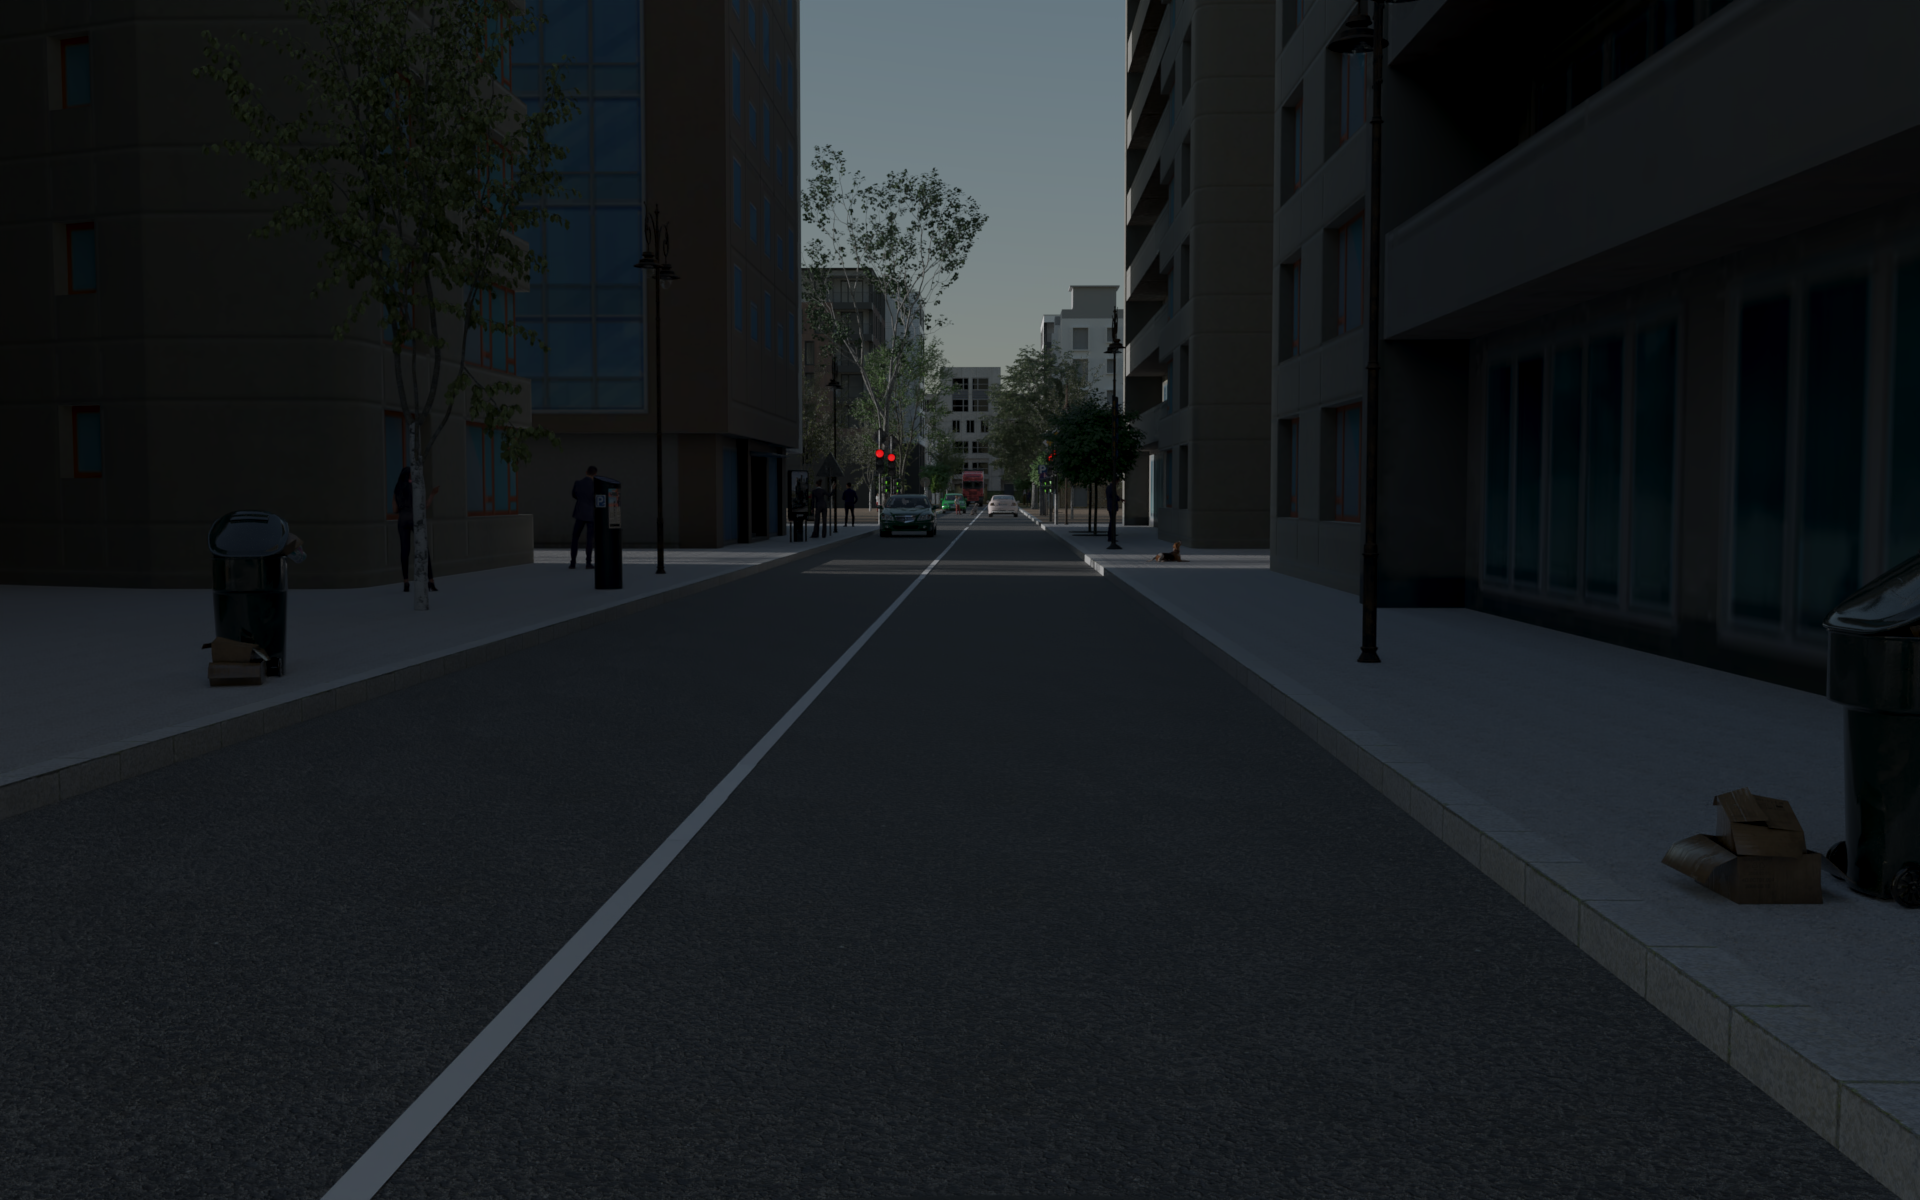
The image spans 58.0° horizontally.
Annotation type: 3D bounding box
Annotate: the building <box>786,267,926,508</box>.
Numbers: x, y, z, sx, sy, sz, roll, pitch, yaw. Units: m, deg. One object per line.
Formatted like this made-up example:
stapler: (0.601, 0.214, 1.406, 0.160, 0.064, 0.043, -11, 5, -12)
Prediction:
building: (-18.074, -20.116, 172.867, 27.936, 21.610, 32.646, 0, 4, 1)

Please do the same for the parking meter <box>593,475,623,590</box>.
parking meter: (-4.750, -0.915, 23.370, 0.372, 1.533, 0.369, 0, 3, 0)

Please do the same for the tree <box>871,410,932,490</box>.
tree: (-5.540, -11.868, 144.400, 4.737, 8.622, 4.395, 0, 3, 0)

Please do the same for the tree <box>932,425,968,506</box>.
tree: (-1.169, -14.588, 188.878, 4.737, 8.622, 4.395, 0, 3, 0)

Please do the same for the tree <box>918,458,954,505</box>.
tree: (-2.163, -10.601, 157.042, 4.285, 4.588, 4.351, 0, 3, 0)

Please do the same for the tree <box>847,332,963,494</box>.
tree: (-3.680, -11.357, 111.443, 9.928, 11.665, 9.643, 0, 3, 0)

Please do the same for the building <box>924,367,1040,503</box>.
building: (-2.582, -23.417, 249.320, 31.486, 18.905, 16.747, 0, 4, 1)

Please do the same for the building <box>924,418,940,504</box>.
building: (-7.717, -16.026, 204.165, 9.099, 9.664, 28.070, 0, 4, 1)

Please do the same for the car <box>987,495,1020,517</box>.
car: (2.704, -5.874, 108.409, 2.083, 1.381, 4.827, 0, 4, 2)

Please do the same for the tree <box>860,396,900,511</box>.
tree: (-6.729, -10.975, 129.797, 4.360, 8.622, 3.978, 0, 3, 0)

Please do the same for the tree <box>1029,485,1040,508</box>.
tree: (6.875, -10.067, 159.203, 1.663, 3.219, 1.824, 0, 3, 0)

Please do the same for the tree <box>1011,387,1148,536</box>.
tree: (4.090, -4.252, 53.231, 4.285, 4.588, 4.351, 0, 3, 0)

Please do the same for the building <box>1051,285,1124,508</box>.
building: (16.652, -18.721, 162.508, 16.016, 20.091, 11.380, 0, 4, 1)

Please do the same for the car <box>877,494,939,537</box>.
car: (-1.750, -2.899, 59.199, 2.131, 1.459, 4.920, 0, 4, 1)

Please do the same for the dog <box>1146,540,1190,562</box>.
dog: (3.943, -0.921, 32.797, 0.748, 0.427, 0.550, 3, 5, 44)

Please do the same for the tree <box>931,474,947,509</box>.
tree: (-2.140, -9.528, 150.378, 1.663, 3.219, 1.824, 0, 3, 0)

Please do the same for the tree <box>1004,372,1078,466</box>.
tree: (6.779, -12.087, 132.030, 7.601, 10.594, 8.767, 1, 4, 18)

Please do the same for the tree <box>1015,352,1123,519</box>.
tree: (5.709, -8.539, 89.968, 4.360, 8.622, 3.978, 0, 3, 0)

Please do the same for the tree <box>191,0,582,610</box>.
tree: (-5.918, -4.177, 18.658, 4.737, 8.622, 4.395, 0, 3, 0)

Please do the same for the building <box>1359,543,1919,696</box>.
building: (15.106, -23.514, 8.149, 21.300, 48.544, 21.600, 0, 4, 1)

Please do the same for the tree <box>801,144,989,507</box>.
tree: (-5.121, -14.615, 94.850, 12.611, 20.169, 13.585, 0, 3, 0)

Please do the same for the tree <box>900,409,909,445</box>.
tree: (-5.920, -11.293, 135.008, 4.360, 8.622, 3.978, 0, 3, 0)

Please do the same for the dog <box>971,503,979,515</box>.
dog: (0.864, -6.131, 117.080, 0.800, 0.831, 0.513, 1, 4, 13)

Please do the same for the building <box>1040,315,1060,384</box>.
building: (23.781, -22.579, 213.148, 27.936, 21.610, 32.646, 0, 4, 1)

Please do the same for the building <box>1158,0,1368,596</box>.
building: (19.153, -11.563, 34.092, 27.650, 21.520, 28.899, 0, 4, 1)

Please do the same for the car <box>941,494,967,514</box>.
car: (-0.438, -7.289, 127.963, 1.959, 1.807, 4.718, 0, 4, 0)

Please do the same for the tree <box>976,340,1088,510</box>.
tree: (6.121, -14.499, 143.714, 9.857, 13.997, 8.962, 0, 3, 0)

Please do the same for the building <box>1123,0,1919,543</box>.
building: (17.059, -26.601, 58.626, 21.300, 48.544, 21.600, 0, 4, 1)

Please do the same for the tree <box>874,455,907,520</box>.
tree: (-3.663, -5.505, 84.605, 1.663, 3.219, 1.824, 0, 3, 0)

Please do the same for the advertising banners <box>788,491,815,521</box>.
advertising banners: (-7.755, -5.183, 80.934, 2.074, 3.025, 0.090, 0, 4, -1)

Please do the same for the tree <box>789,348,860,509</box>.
tree: (-7.424, -8.273, 85.620, 4.360, 8.622, 3.978, 0, 3, 0)

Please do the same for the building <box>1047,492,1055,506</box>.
building: (13.814, -14.757, 183.426, 9.099, 9.664, 28.070, 0, 4, 1)
